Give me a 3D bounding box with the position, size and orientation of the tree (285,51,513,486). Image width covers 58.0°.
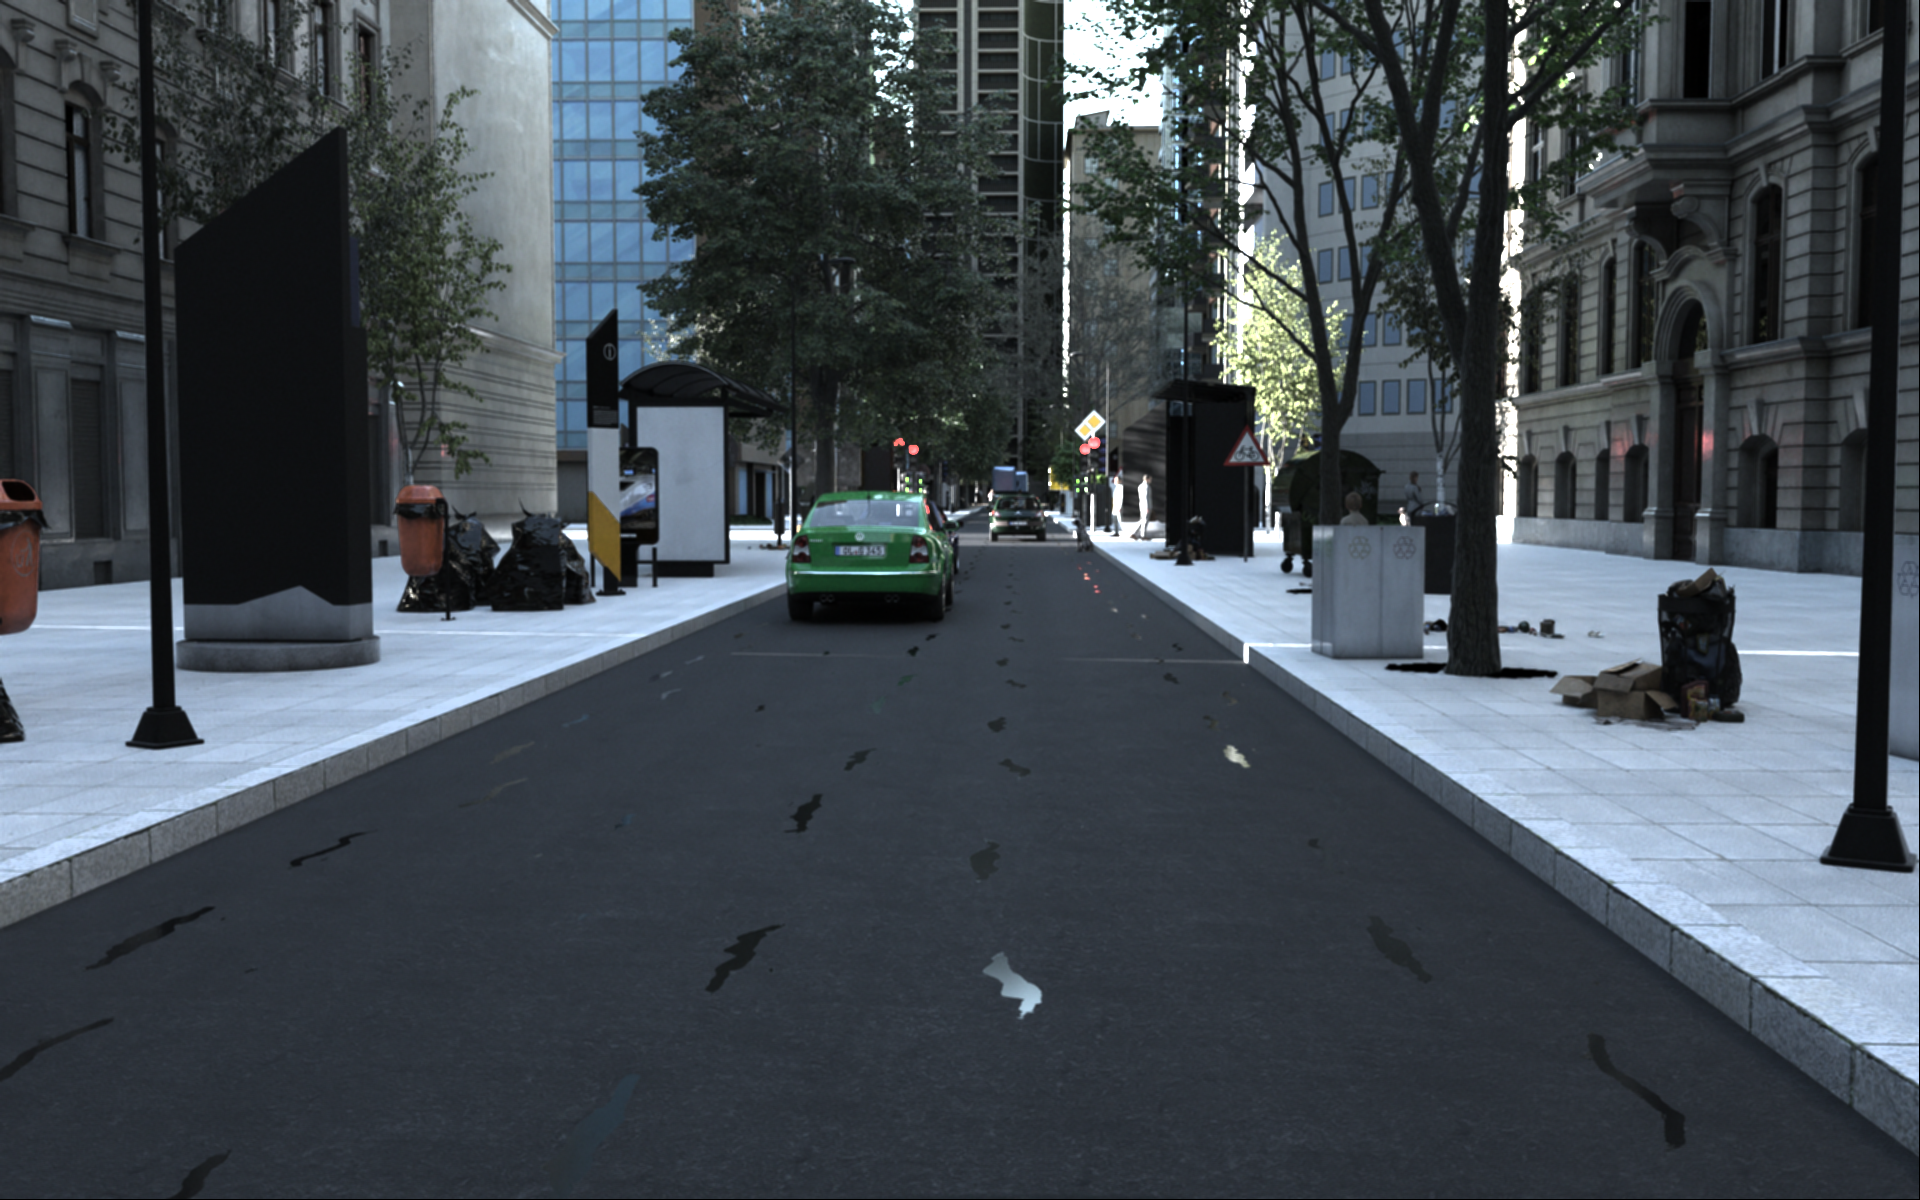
[{"bbox_3d":[-9.379,-4.815,29.086,4.737,8.622,4.395,0,3,0],"label":"tree"}]

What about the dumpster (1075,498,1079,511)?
[{"bbox_3d":[7.713,-6.452,111.250,1.264,1.857,1.865,0,4,2],"label":"dumpster"}]

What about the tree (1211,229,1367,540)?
[{"bbox_3d":[8.916,-5.965,47.894,4.737,8.622,4.395,0,3,0],"label":"tree"}]

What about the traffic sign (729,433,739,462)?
[{"bbox_3d":[-4.827,-2.122,34.800,0.768,2.556,0.104,0,4,6],"label":"traffic sign"}]

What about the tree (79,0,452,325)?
[{"bbox_3d":[-8.882,-4.405,22.385,4.360,8.622,3.978,0,3,0],"label":"tree"}]

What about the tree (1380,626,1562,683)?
[{"bbox_3d":[3.490,-5.274,11.986,9.928,11.665,9.643,0,3,0],"label":"tree"}]

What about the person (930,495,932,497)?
[{"bbox_3d":[-2.938,-11.630,196.899,1.217,1.736,0.721,3,5,43],"label":"person"}]

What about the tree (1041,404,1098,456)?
[{"bbox_3d":[8.371,-11.360,136.105,4.737,8.622,4.395,0,3,0],"label":"tree"}]

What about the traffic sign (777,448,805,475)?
[{"bbox_3d":[-4.792,-3.009,48.925,0.795,2.593,0.064,0,4,3],"label":"traffic sign"}]

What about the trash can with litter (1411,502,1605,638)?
[{"bbox_3d":[4.748,-0.301,15.975,2.233,1.210,1.678,3,4,36],"label":"trash can with litter"}]

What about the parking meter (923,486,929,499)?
[{"bbox_3d":[-2.361,-7.034,120.719,0.255,1.863,0.399,3,4,38],"label":"parking meter"}]

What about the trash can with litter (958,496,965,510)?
[{"bbox_3d":[-0.133,-7.937,141.160,1.055,1.170,0.624,1,4,21],"label":"trash can with litter"}]

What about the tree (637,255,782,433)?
[{"bbox_3d":[-7.277,-6.205,51.812,4.360,8.622,3.978,0,3,0],"label":"tree"}]

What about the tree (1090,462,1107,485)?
[{"bbox_3d":[6.989,-5.710,87.968,1.663,3.219,1.824,0,3,0],"label":"tree"}]

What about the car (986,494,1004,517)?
[{"bbox_3d":[2.763,-6.102,111.558,2.131,1.459,4.920,0,4,0],"label":"car"}]

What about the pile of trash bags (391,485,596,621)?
[{"bbox_3d":[-5.315,-0.568,19.042,1.912,1.369,3.447,0,4,6],"label":"pile of trash bags"}]

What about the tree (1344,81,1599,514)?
[{"bbox_3d":[8.938,-4.951,31.318,4.360,8.622,3.978,0,3,0],"label":"tree"}]

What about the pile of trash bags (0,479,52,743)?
[{"bbox_3d":[-5.758,0.053,8.879,1.912,1.369,3.447,0,4,0],"label":"pile of trash bags"}]

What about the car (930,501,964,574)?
[{"bbox_3d":[-0.927,-1.066,30.011,1.945,1.354,3.894,0,4,2],"label":"car"}]

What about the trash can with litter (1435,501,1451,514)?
[{"bbox_3d":[16.490,-2.862,58.186,1.055,1.170,0.624,1,4,19],"label":"trash can with litter"}]

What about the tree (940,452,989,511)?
[{"bbox_3d":[-0.669,-11.050,131.023,4.360,8.622,3.978,0,3,0],"label":"tree"}]

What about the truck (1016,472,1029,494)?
[{"bbox_3d":[6.829,-12.965,201.732,2.967,4.110,18.799,0,4,1],"label":"truck"}]

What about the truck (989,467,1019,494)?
[{"bbox_3d":[4.230,-10.638,163.689,2.967,4.110,18.799,0,4,1],"label":"truck"}]

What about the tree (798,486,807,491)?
[{"bbox_3d":[-7.159,-5.609,86.306,1.663,3.219,1.824,0,3,0],"label":"tree"}]

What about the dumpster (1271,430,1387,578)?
[{"bbox_3d":[5.788,-1.515,27.268,1.502,2.255,1.985,0,4,2],"label":"dumpster"}]

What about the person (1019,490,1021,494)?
[{"bbox_3d":[5.283,-8.750,151.531,0.705,1.831,1.348,1,4,17],"label":"person"}]

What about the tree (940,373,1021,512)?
[{"bbox_3d":[-0.302,-11.618,124.360,8.767,10.594,7.601,0,4,3],"label":"tree"}]

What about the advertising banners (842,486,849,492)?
[{"bbox_3d":[-4.500,-4.401,68.140,0.090,3.025,2.074,-1,4,-12],"label":"advertising banners"}]

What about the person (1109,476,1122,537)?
[{"bbox_3d":[4.741,-2.776,51.528,0.391,1.810,0.635,-1,4,-21],"label":"person"}]

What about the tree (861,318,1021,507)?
[{"bbox_3d":[-1.345,-11.172,99.675,9.611,12.733,9.660,0,3,0],"label":"tree"}]

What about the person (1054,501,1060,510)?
[{"bbox_3d":[7.145,-6.816,122.984,1.012,1.151,0.738,-1,4,-11],"label":"person"}]

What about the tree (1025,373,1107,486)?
[{"bbox_3d":[9.929,-14.856,161.018,7.486,12.596,7.792,0,3,0],"label":"tree"}]

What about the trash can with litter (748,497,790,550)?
[{"bbox_3d":[-4.147,-1.808,40.618,1.678,1.210,2.233,-1,4,-9],"label":"trash can with litter"}]

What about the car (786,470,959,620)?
[{"bbox_3d":[-1.009,-0.752,21.092,1.959,1.807,4.718,0,4,2],"label":"car"}]

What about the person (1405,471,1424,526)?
[{"bbox_3d":[10.130,-1.961,38.377,0.573,1.790,0.520,-2,4,-31],"label":"person"}]

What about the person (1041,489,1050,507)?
[{"bbox_3d":[8.873,-10.324,174.855,1.348,1.821,0.705,0,4,4],"label":"person"}]

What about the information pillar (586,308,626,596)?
[{"bbox_3d":[-4.473,-1.861,21.786,0.183,3.616,0.504,2,4,34],"label":"information pillar"}]

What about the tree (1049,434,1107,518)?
[{"bbox_3d":[6.386,-6.752,94.108,4.285,4.588,4.351,0,3,0],"label":"tree"}]

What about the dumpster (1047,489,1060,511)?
[{"bbox_3d":[7.443,-7.934,132.216,1.502,2.255,1.985,0,4,2],"label":"dumpster"}]

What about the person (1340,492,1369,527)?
[{"bbox_3d":[4.056,-0.463,17.886,0.640,1.303,0.475,3,5,40],"label":"person"}]

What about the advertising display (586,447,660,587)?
[{"bbox_3d":[-4.632,-1.139,23.832,0.974,1.923,0.123,0,4,-3],"label":"advertising display"}]

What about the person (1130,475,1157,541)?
[{"bbox_3d":[5.114,-2.538,47.668,0.853,1.813,0.709,-1,4,-19],"label":"person"}]

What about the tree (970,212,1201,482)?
[{"bbox_3d":[5.459,-10.008,73.994,12.009,13.543,11.850,0,3,0],"label":"tree"}]

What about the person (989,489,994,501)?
[{"bbox_3d":[2.280,-6.555,116.267,0.593,1.750,0.643,-3,5,-40],"label":"person"}]

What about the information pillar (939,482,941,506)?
[{"bbox_3d":[-1.379,-6.242,106.547,0.304,2.012,0.304,2,4,30],"label":"information pillar"}]

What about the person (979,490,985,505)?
[{"bbox_3d":[2.414,-12.273,207.428,1.217,1.736,0.721,-1,4,-9],"label":"person"}]

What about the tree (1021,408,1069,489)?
[{"bbox_3d":[9.725,-15.373,185.768,8.767,10.594,7.601,1,4,13],"label":"tree"}]

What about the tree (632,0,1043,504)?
[{"bbox_3d":[-3.179,-8.282,42.061,9.857,13.997,8.962,0,3,0],"label":"tree"}]

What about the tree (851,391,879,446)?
[{"bbox_3d":[-5.388,-9.815,110.830,4.737,8.622,4.395,0,3,0],"label":"tree"}]

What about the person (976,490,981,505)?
[{"bbox_3d":[2.055,-11.748,198.677,0.990,1.755,0.434,3,5,43],"label":"person"}]

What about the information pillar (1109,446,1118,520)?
[{"bbox_3d":[7.446,-5.668,84.029,0.504,3.616,0.183,0,4,7],"label":"information pillar"}]

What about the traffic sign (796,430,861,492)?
[{"bbox_3d":[-4.278,-3.763,55.399,2.265,3.308,0.079,1,4,10],"label":"traffic sign"}]

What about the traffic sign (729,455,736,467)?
[{"bbox_3d":[-4.851,-2.085,34.099,0.884,2.594,0.081,0,4,3],"label":"traffic sign"}]

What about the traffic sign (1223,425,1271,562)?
[{"bbox_3d":[5.388,-1.993,32.593,0.884,2.594,0.081,0,4,4],"label":"traffic sign"}]

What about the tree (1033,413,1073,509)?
[{"bbox_3d":[8.033,-11.928,145.379,4.360,8.622,3.978,0,3,0],"label":"tree"}]

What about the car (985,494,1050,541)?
[{"bbox_3d":[1.788,-2.690,53.765,2.009,1.686,4.222,0,4,1],"label":"car"}]

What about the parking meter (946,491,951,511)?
[{"bbox_3d":[-0.857,-7.640,133.318,0.372,1.533,0.369,0,3,0],"label":"parking meter"}]
